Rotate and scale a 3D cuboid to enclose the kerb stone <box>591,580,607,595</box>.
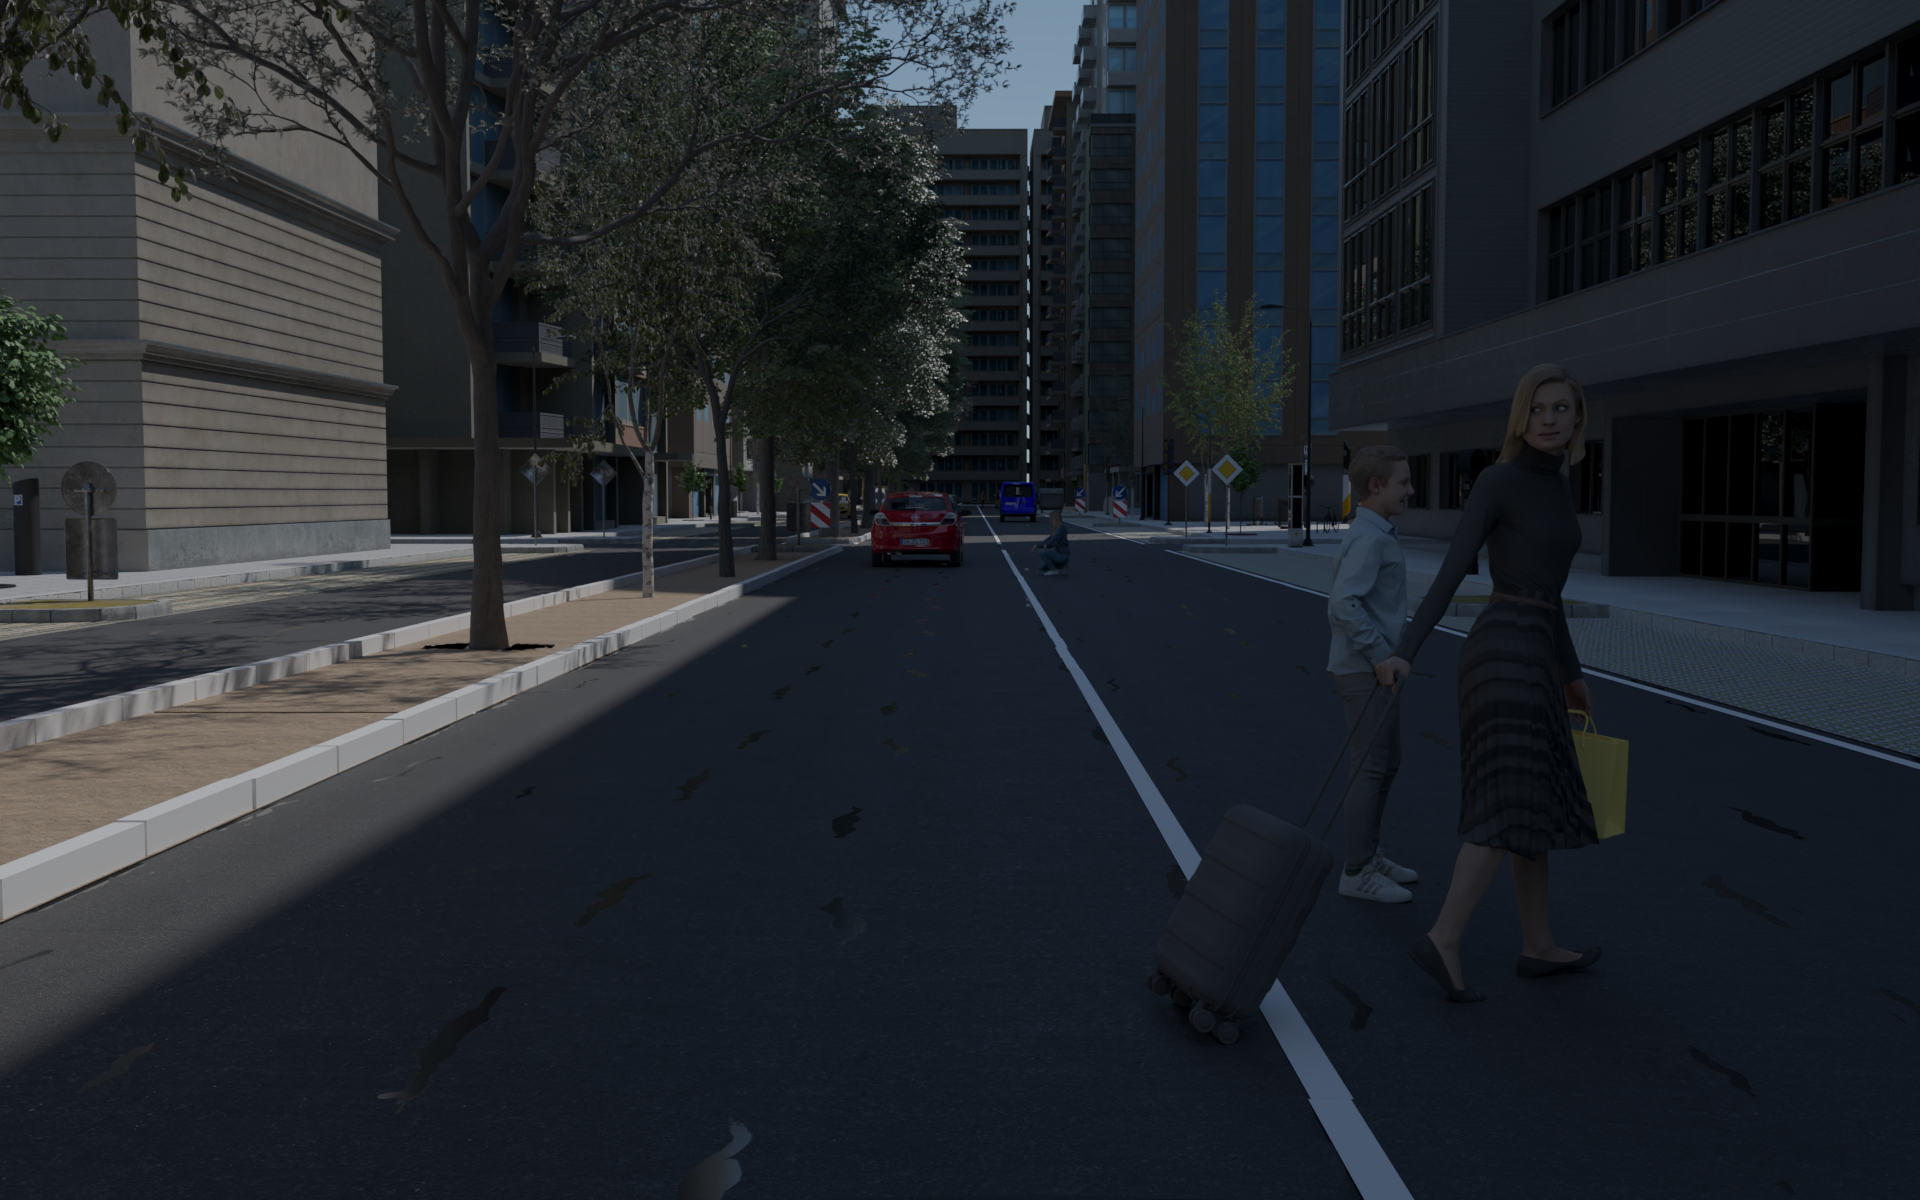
[{"bbox_3d":[-5.247,-0.152,24.739,0.120,0.150,1.000,0,4,0],"label":"kerb stone"}]

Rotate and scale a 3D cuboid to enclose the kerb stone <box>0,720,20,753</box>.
[{"bbox_3d":[-5.337,0.784,9.371,0.120,0.150,1.000,0,4,0],"label":"kerb stone"}]

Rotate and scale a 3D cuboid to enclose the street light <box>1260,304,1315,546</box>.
[{"bbox_3d":[8.011,-4.273,42.401,1.470,5.913,1.316,0,4,0],"label":"street light"}]

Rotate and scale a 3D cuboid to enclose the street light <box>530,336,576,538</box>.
[{"bbox_3d":[-11.939,-4.790,50.860,1.470,5.913,1.316,0,4,0],"label":"street light"}]

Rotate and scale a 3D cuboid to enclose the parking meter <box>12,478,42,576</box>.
[{"bbox_3d":[-14.726,-1.158,27.338,0.372,1.533,0.369,0,3,0],"label":"parking meter"}]

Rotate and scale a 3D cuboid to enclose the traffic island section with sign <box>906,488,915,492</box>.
[{"bbox_3d":[-3.598,-7.190,125.685,2.006,1.907,1.989,0,4,0],"label":"traffic island section with sign"}]

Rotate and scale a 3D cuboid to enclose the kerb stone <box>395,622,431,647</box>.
[{"bbox_3d":[-5.293,0.345,16.551,0.120,0.150,1.000,0,4,0],"label":"kerb stone"}]

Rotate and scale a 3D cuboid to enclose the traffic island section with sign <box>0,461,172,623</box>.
[{"bbox_3d":[-10.344,-0.698,20.048,1.989,1.847,2.006,0,4,0],"label":"traffic island section with sign"}]

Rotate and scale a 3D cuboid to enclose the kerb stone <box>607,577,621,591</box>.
[{"bbox_3d":[-5.242,-0.213,25.769,0.120,0.150,1.000,0,4,0],"label":"kerb stone"}]

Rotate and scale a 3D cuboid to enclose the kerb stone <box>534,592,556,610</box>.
[{"bbox_3d":[-5.268,0.032,21.666,0.120,0.150,1.000,0,4,0],"label":"kerb stone"}]

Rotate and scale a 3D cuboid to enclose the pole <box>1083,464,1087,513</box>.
[{"bbox_3d":[8.569,-7.628,118.560,0.158,3.312,0.155,0,3,0],"label":"pole"}]

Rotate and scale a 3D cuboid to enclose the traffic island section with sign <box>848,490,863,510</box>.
[{"bbox_3d":[-9.569,-8.856,153.429,1.989,1.847,2.006,0,4,0],"label":"traffic island section with sign"}]

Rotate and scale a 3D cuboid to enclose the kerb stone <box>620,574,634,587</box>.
[{"bbox_3d":[-5.240,-0.279,26.805,0.120,0.150,1.000,0,4,0],"label":"kerb stone"}]

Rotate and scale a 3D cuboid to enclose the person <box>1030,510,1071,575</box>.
[{"bbox_3d":[1.594,-1.015,30.600,0.738,1.151,1.012,0,4,4],"label":"person"}]

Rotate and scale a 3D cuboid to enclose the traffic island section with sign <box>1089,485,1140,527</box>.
[{"bbox_3d":[6.813,-4.100,75.663,1.989,1.847,2.006,0,4,0],"label":"traffic island section with sign"}]

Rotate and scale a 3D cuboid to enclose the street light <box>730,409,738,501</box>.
[{"bbox_3d":[-11.730,-7.342,92.582,1.470,5.913,1.316,0,4,0],"label":"street light"}]

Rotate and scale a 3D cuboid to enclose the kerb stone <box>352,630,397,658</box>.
[{"bbox_3d":[-5.302,0.408,15.530,0.120,0.150,1.000,0,4,0],"label":"kerb stone"}]

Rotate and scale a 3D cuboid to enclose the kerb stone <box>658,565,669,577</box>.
[{"bbox_3d":[-5.219,-0.470,29.888,0.120,0.150,1.000,0,4,0],"label":"kerb stone"}]

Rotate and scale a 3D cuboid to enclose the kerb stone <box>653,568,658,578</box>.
[{"bbox_3d":[-5.224,-0.405,28.859,0.120,0.150,1.000,0,4,0],"label":"kerb stone"}]

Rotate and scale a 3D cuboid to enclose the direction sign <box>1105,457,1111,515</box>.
[{"bbox_3d":[9.153,-7.046,107.196,0.379,3.537,0.876,1,4,18],"label":"direction sign"}]

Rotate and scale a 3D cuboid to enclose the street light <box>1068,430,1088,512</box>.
[{"bbox_3d":[8.552,-9.365,125.664,1.470,5.913,1.316,0,4,0],"label":"street light"}]

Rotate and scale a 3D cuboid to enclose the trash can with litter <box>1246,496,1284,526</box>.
[{"bbox_3d":[12.473,-3.632,70.448,2.233,1.210,1.678,-3,4,-38],"label":"trash can with litter"}]

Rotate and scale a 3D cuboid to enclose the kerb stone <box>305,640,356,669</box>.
[{"bbox_3d":[-5.313,0.472,14.498,0.120,0.150,1.000,0,4,0],"label":"kerb stone"}]

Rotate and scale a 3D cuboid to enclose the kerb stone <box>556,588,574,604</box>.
[{"bbox_3d":[-5.263,-0.026,22.692,0.120,0.150,1.000,0,4,0],"label":"kerb stone"}]

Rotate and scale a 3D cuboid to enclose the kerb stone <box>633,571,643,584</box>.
[{"bbox_3d":[-5.232,-0.343,27.828,0.120,0.150,1.000,0,4,0],"label":"kerb stone"}]

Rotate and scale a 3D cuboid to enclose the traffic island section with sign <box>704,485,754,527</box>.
[{"bbox_3d":[-10.019,-4.092,75.530,1.989,1.847,2.006,0,4,0],"label":"traffic island section with sign"}]

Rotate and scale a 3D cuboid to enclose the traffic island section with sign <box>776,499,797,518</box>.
[{"bbox_3d":[-9.853,-5.756,102.738,1.989,1.847,2.006,0,4,0],"label":"traffic island section with sign"}]

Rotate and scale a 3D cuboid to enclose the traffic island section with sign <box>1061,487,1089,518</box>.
[{"bbox_3d":[6.958,-5.749,102.618,1.989,1.847,2.006,0,4,0],"label":"traffic island section with sign"}]

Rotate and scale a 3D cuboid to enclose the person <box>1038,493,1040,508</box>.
[{"bbox_3d":[7.531,-9.378,161.823,0.705,1.826,1.348,-2,4,-35],"label":"person"}]

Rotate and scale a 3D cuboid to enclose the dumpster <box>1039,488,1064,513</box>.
[{"bbox_3d":[6.785,-7.368,128.675,1.865,1.857,1.264,0,4,0],"label":"dumpster"}]

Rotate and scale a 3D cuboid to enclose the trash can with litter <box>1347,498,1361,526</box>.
[{"bbox_3d":[16.055,-3.583,69.967,0.624,1.170,1.055,-2,4,-29],"label":"trash can with litter"}]

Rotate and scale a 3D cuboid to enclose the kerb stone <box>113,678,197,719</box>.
[{"bbox_3d":[-5.330,0.659,11.418,0.120,0.150,1.000,0,4,0],"label":"kerb stone"}]

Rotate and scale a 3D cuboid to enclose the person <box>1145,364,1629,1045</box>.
[{"bbox_3d":[1.268,0.232,4.920,1.509,1.804,0.699,-1,4,-12],"label":"person"}]

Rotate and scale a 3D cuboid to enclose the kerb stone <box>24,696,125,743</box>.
[{"bbox_3d":[-5.334,0.722,10.393,0.120,0.150,1.000,0,4,0],"label":"kerb stone"}]

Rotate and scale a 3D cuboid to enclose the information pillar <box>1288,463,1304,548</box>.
[{"bbox_3d":[8.054,-2.266,41.548,0.304,2.012,0.304,0,4,-3],"label":"information pillar"}]

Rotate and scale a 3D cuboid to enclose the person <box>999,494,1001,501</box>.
[{"bbox_3d":[2.801,-6.285,112.104,0.563,1.720,0.643,-1,4,-18],"label":"person"}]

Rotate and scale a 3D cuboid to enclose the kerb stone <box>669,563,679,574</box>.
[{"bbox_3d":[-5.206,-0.533,30.915,0.120,0.150,1.000,0,4,0],"label":"kerb stone"}]

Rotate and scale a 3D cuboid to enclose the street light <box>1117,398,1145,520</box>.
[{"bbox_3d":[8.337,-6.834,84.273,1.470,5.913,1.316,0,4,0],"label":"street light"}]

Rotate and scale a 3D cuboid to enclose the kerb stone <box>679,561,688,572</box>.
[{"bbox_3d":[-5.207,-0.596,31.944,0.120,0.150,1.000,0,4,0],"label":"kerb stone"}]

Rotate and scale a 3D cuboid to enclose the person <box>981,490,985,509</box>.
[{"bbox_3d":[2.270,-9.814,169.055,0.705,1.812,1.348,0,4,-3],"label":"person"}]

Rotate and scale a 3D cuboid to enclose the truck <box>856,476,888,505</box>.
[{"bbox_3d":[-6.725,-9.050,143.889,3.469,3.379,9.791,0,4,0],"label":"truck"}]

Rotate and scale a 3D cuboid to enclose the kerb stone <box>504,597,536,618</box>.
[{"bbox_3d":[-5.273,0.095,20.644,0.120,0.150,1.000,0,4,0],"label":"kerb stone"}]

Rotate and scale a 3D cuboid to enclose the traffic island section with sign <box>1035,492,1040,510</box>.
[{"bbox_3d":[7.430,-10.486,180.081,1.989,1.847,2.006,0,4,0],"label":"traffic island section with sign"}]

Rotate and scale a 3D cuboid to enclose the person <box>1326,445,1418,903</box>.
[{"bbox_3d":[1.474,0.253,6.171,0.330,1.601,0.589,2,4,27],"label":"person"}]

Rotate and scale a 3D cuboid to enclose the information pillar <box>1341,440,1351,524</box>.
[{"bbox_3d":[16.731,-5.113,74.945,0.183,3.616,0.504,-1,4,-20],"label":"information pillar"}]

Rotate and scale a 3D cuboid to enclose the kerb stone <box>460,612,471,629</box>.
[{"bbox_3d":[-5.285,0.224,18.596,0.120,0.150,1.000,0,4,0],"label":"kerb stone"}]

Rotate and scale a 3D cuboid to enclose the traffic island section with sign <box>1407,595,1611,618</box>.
[{"bbox_3d":[6.488,-0.746,20.832,1.989,1.847,2.006,0,4,0],"label":"traffic island section with sign"}]

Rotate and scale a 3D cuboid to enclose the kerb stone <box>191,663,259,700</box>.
[{"bbox_3d":[-5.324,0.598,12.445,0.120,0.150,1.000,0,4,0],"label":"kerb stone"}]

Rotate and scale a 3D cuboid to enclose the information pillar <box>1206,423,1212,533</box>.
[{"bbox_3d":[8.187,-4.003,56.802,0.183,3.616,0.504,0,4,7],"label":"information pillar"}]

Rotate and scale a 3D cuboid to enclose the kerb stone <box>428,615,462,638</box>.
[{"bbox_3d":[-5.288,0.283,17.573,0.120,0.150,1.000,0,4,0],"label":"kerb stone"}]

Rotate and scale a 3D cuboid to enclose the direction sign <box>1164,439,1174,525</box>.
[{"bbox_3d":[8.597,-4.855,71.379,0.379,3.537,0.876,-1,4,-20],"label":"direction sign"}]

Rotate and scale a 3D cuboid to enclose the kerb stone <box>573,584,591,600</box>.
[{"bbox_3d":[-5.255,-0.093,23.713,0.120,0.150,1.000,0,4,0],"label":"kerb stone"}]

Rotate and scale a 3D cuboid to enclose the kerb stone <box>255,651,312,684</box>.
[{"bbox_3d":[-5.316,0.535,13.477,0.120,0.150,1.000,0,4,0],"label":"kerb stone"}]

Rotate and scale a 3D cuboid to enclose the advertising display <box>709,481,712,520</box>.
[{"bbox_3d":[-12.520,-5.003,87.010,0.123,1.923,0.974,0,4,-6],"label":"advertising display"}]
